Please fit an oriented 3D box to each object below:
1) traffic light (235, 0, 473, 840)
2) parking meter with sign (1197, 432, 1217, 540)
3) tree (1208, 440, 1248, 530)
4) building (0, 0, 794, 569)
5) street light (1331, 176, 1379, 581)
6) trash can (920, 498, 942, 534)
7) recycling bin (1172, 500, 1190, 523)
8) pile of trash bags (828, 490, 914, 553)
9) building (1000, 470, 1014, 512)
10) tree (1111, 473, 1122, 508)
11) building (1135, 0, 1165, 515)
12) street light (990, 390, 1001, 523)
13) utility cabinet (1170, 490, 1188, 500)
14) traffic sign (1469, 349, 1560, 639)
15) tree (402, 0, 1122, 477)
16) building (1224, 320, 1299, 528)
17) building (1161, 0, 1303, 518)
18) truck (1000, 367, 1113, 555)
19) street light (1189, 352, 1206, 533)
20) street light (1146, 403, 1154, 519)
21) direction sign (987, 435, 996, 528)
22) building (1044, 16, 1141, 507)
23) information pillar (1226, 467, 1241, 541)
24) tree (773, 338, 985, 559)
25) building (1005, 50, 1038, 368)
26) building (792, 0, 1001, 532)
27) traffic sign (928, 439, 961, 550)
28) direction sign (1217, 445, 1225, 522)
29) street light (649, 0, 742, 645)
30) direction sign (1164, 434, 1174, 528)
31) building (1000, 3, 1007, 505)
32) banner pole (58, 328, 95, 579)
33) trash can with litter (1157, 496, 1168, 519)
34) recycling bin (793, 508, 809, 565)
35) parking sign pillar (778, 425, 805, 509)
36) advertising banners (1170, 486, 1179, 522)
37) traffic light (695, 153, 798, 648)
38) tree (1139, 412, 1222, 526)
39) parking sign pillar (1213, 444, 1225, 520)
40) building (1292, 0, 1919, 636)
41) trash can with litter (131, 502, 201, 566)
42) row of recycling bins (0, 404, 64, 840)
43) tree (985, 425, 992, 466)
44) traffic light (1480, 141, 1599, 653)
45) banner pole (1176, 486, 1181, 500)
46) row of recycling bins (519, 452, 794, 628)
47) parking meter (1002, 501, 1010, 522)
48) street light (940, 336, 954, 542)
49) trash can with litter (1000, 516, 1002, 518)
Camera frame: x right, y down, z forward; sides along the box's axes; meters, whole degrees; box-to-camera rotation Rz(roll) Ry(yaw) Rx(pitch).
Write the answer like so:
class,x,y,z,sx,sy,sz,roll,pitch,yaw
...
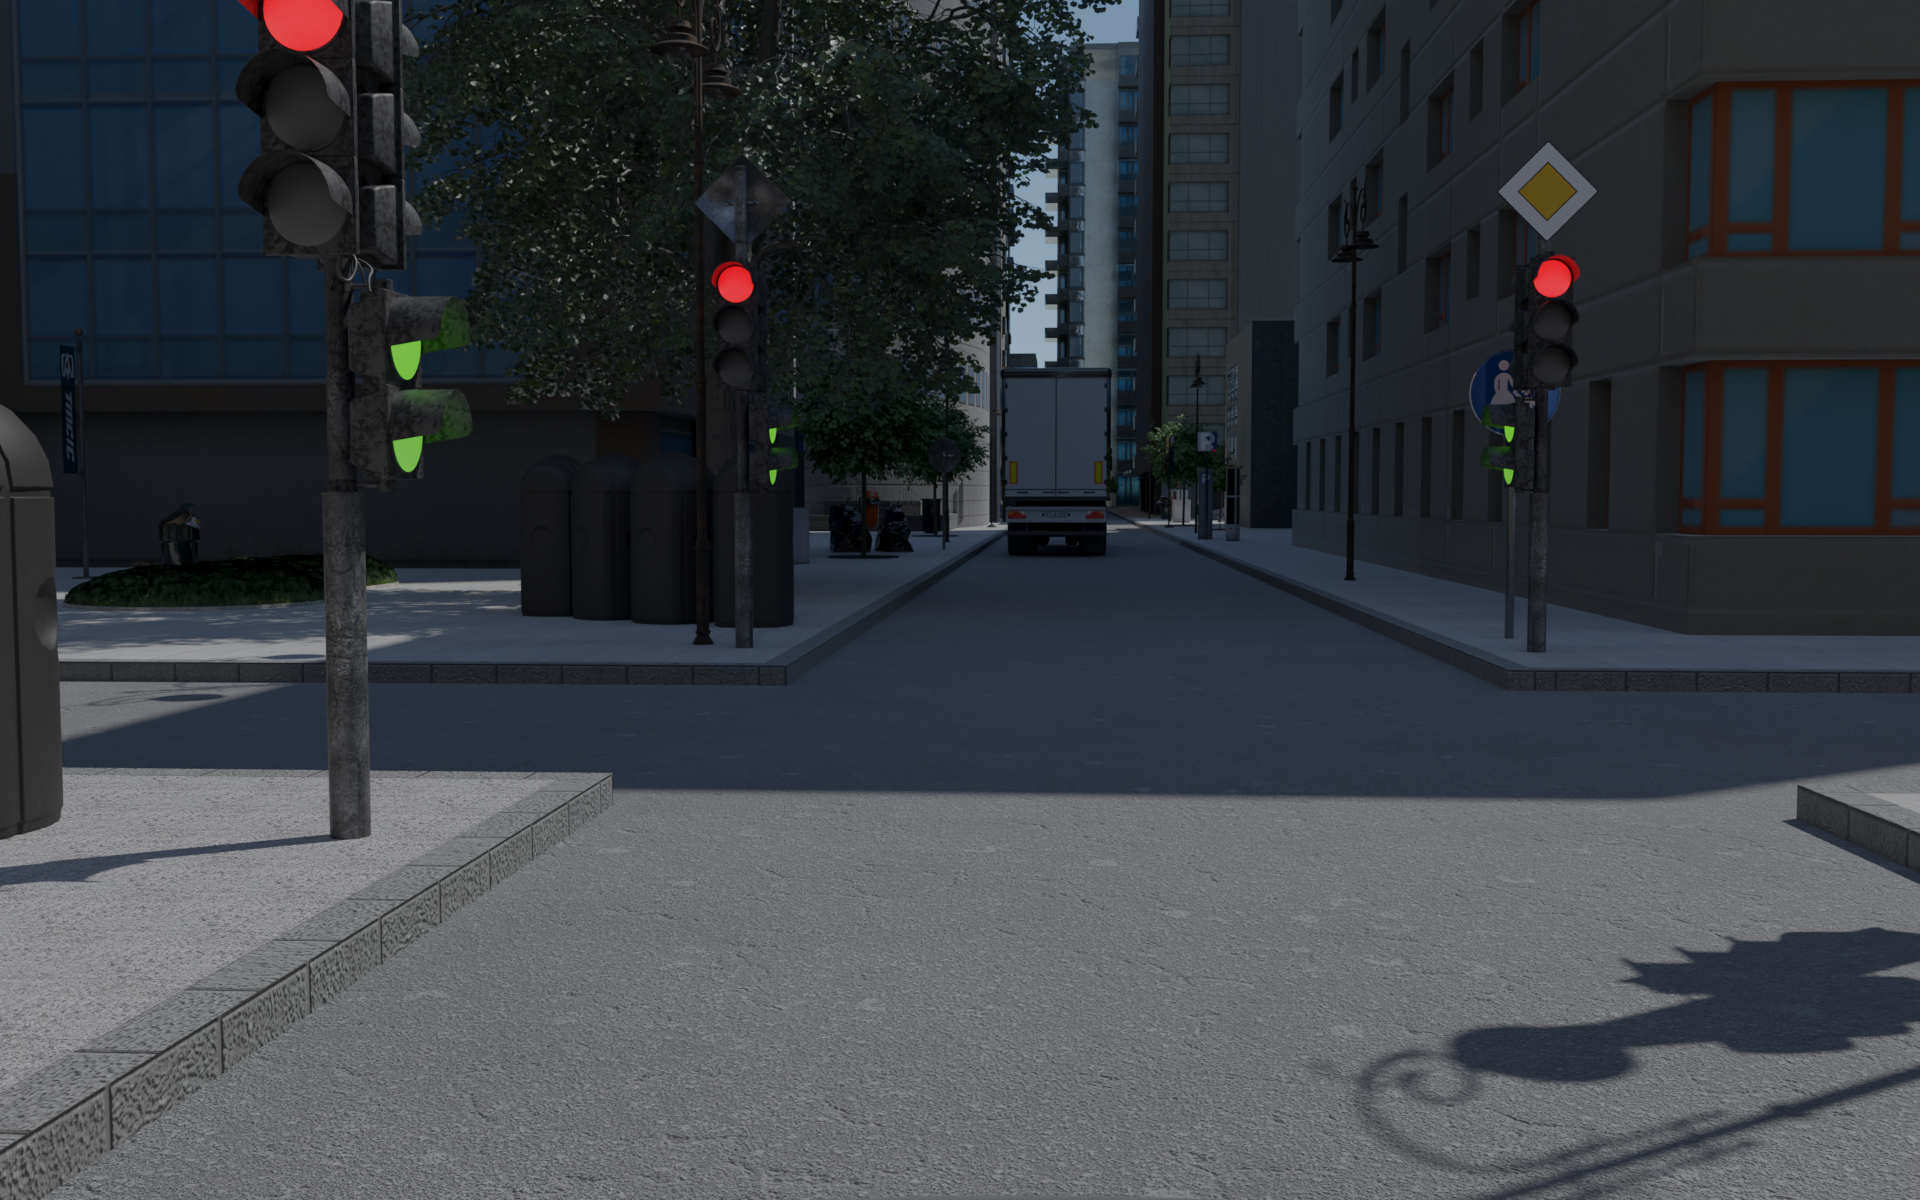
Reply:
class,x,y,z,sx,sy,sz,roll,pitch,yaw
traffic light,-2.268,-1.067,6.373,0.839,4.253,0.868,0,4,3
parking meter with sign,7.006,-3.244,49.302,0.543,3.016,1.738,0,4,6
tree,9.225,-4.088,61.448,1.663,3.219,1.824,0,3,0
building,-11.451,-23.559,35.304,14.600,45.320,14.200,0,4,3
street light,5.802,-3.230,25.593,0.468,5.910,1.993,0,4,3
trash can,-0.935,-2.735,56.364,0.748,1.137,0.748,0,3,0
recycling bin,9.977,-4.011,78.137,0.722,1.027,0.722,0,4,-2
pile of trash bags,-2.049,-1.821,39.528,1.912,1.369,3.447,0,4,-3
building,-11.850,-26.852,130.903,32.217,40.220,23.993,0,4,3
tree,13.748,-9.890,156.302,1.663,3.219,1.824,0,3,0
building,20.053,-29.055,125.156,14.600,45.320,14.200,0,4,3
street light,1.599,-6.362,76.811,0.468,5.910,1.993,0,4,3
utility cabinet,11.175,-4.894,88.700,1.173,1.500,0.318,-3,5,-43
traffic sign,4.877,-0.929,15.302,0.768,2.556,0.104,1,4,11
tree,-2.807,-7.006,21.212,9.857,13.997,8.962,0,3,0
building,21.677,-45.489,56.421,22.319,86.520,31.000,0,4,3
building,18.371,-25.285,96.997,14.154,41.232,14.086,0,4,3
truck,2.526,-3.371,44.036,2.839,4.237,11.283,0,4,4
street light,7.742,-5.124,56.558,0.468,5.910,1.993,0,4,3
street light,9.692,-7.071,88.404,0.468,5.910,1.993,0,4,3
direction sign,1.221,-4.556,66.480,0.379,3.537,0.876,0,4,1
building,24.305,-34.515,183.936,30.456,49.044,23.786,0,4,3
information pillar,7.449,-2.615,47.249,0.304,2.012,0.304,2,4,32
tree,-2.028,-3.124,34.789,4.285,4.588,4.351,0,3,0
building,-7.250,-53.267,183.585,31.000,86.520,22.319,0,4,3
building,-9.357,-32.293,69.992,21.231,58.520,28.212,0,4,3
traffic sign,-0.370,-2.425,39.754,0.768,2.556,0.104,1,4,11
direction sign,12.075,-5.383,80.013,0.876,3.537,0.379,1,4,8
street light,-2.194,-2.558,14.613,0.468,5.910,1.993,0,4,3
direction sign,7.987,-4.534,66.133,0.379,3.537,0.876,2,4,27
building,-6.810,-32.421,153.782,21.600,48.544,21.300,0,4,3
banner pole,-13.248,-2.197,25.935,0.401,3.779,0.863,0,4,-2
trash can with litter,10.435,-4.637,87.206,0.624,1.170,1.055,3,5,44
recycling bin,-3.250,-1.175,31.761,0.722,1.027,0.722,3,4,39
parking sign pillar,-5.359,-3.941,52.912,1.447,3.967,1.447,3,4,39
advertising banners,9.951,-5.138,80.198,0.090,3.025,2.074,1,4,19
traffic light,-1.783,-1.555,14.343,0.839,4.253,0.868,0,4,3
tree,8.854,-5.226,69.154,4.285,4.588,4.351,0,3,0
parking sign pillar,12.936,-5.971,86.103,1.447,3.967,1.447,2,4,33
building,21.880,-11.190,27.995,28.899,21.520,27.650,0,4,3
trash can with litter,-11.439,-0.820,24.801,1.055,1.170,0.624,-2,4,-25
row of recycling bins,-5.231,0.013,6.901,3.534,1.692,1.069,1,4,10
tree,-0.801,-4.203,52.434,4.285,4.588,4.351,0,3,0
traffic light,4.667,-1.532,13.968,0.839,4.253,0.868,0,4,3
banner pole,10.525,-5.761,84.210,0.863,3.779,0.401,2,4,34
row of recycling bins,-3.152,-0.644,17.639,3.534,1.692,1.069,2,4,34
parking meter,2.117,-4.503,79.333,0.255,1.863,0.399,1,4,21
street light,-0.345,-4.468,45.846,0.468,5.910,1.993,0,4,3
trash can with litter,2.008,-4.750,89.053,1.055,1.170,0.624,-1,4,-9
